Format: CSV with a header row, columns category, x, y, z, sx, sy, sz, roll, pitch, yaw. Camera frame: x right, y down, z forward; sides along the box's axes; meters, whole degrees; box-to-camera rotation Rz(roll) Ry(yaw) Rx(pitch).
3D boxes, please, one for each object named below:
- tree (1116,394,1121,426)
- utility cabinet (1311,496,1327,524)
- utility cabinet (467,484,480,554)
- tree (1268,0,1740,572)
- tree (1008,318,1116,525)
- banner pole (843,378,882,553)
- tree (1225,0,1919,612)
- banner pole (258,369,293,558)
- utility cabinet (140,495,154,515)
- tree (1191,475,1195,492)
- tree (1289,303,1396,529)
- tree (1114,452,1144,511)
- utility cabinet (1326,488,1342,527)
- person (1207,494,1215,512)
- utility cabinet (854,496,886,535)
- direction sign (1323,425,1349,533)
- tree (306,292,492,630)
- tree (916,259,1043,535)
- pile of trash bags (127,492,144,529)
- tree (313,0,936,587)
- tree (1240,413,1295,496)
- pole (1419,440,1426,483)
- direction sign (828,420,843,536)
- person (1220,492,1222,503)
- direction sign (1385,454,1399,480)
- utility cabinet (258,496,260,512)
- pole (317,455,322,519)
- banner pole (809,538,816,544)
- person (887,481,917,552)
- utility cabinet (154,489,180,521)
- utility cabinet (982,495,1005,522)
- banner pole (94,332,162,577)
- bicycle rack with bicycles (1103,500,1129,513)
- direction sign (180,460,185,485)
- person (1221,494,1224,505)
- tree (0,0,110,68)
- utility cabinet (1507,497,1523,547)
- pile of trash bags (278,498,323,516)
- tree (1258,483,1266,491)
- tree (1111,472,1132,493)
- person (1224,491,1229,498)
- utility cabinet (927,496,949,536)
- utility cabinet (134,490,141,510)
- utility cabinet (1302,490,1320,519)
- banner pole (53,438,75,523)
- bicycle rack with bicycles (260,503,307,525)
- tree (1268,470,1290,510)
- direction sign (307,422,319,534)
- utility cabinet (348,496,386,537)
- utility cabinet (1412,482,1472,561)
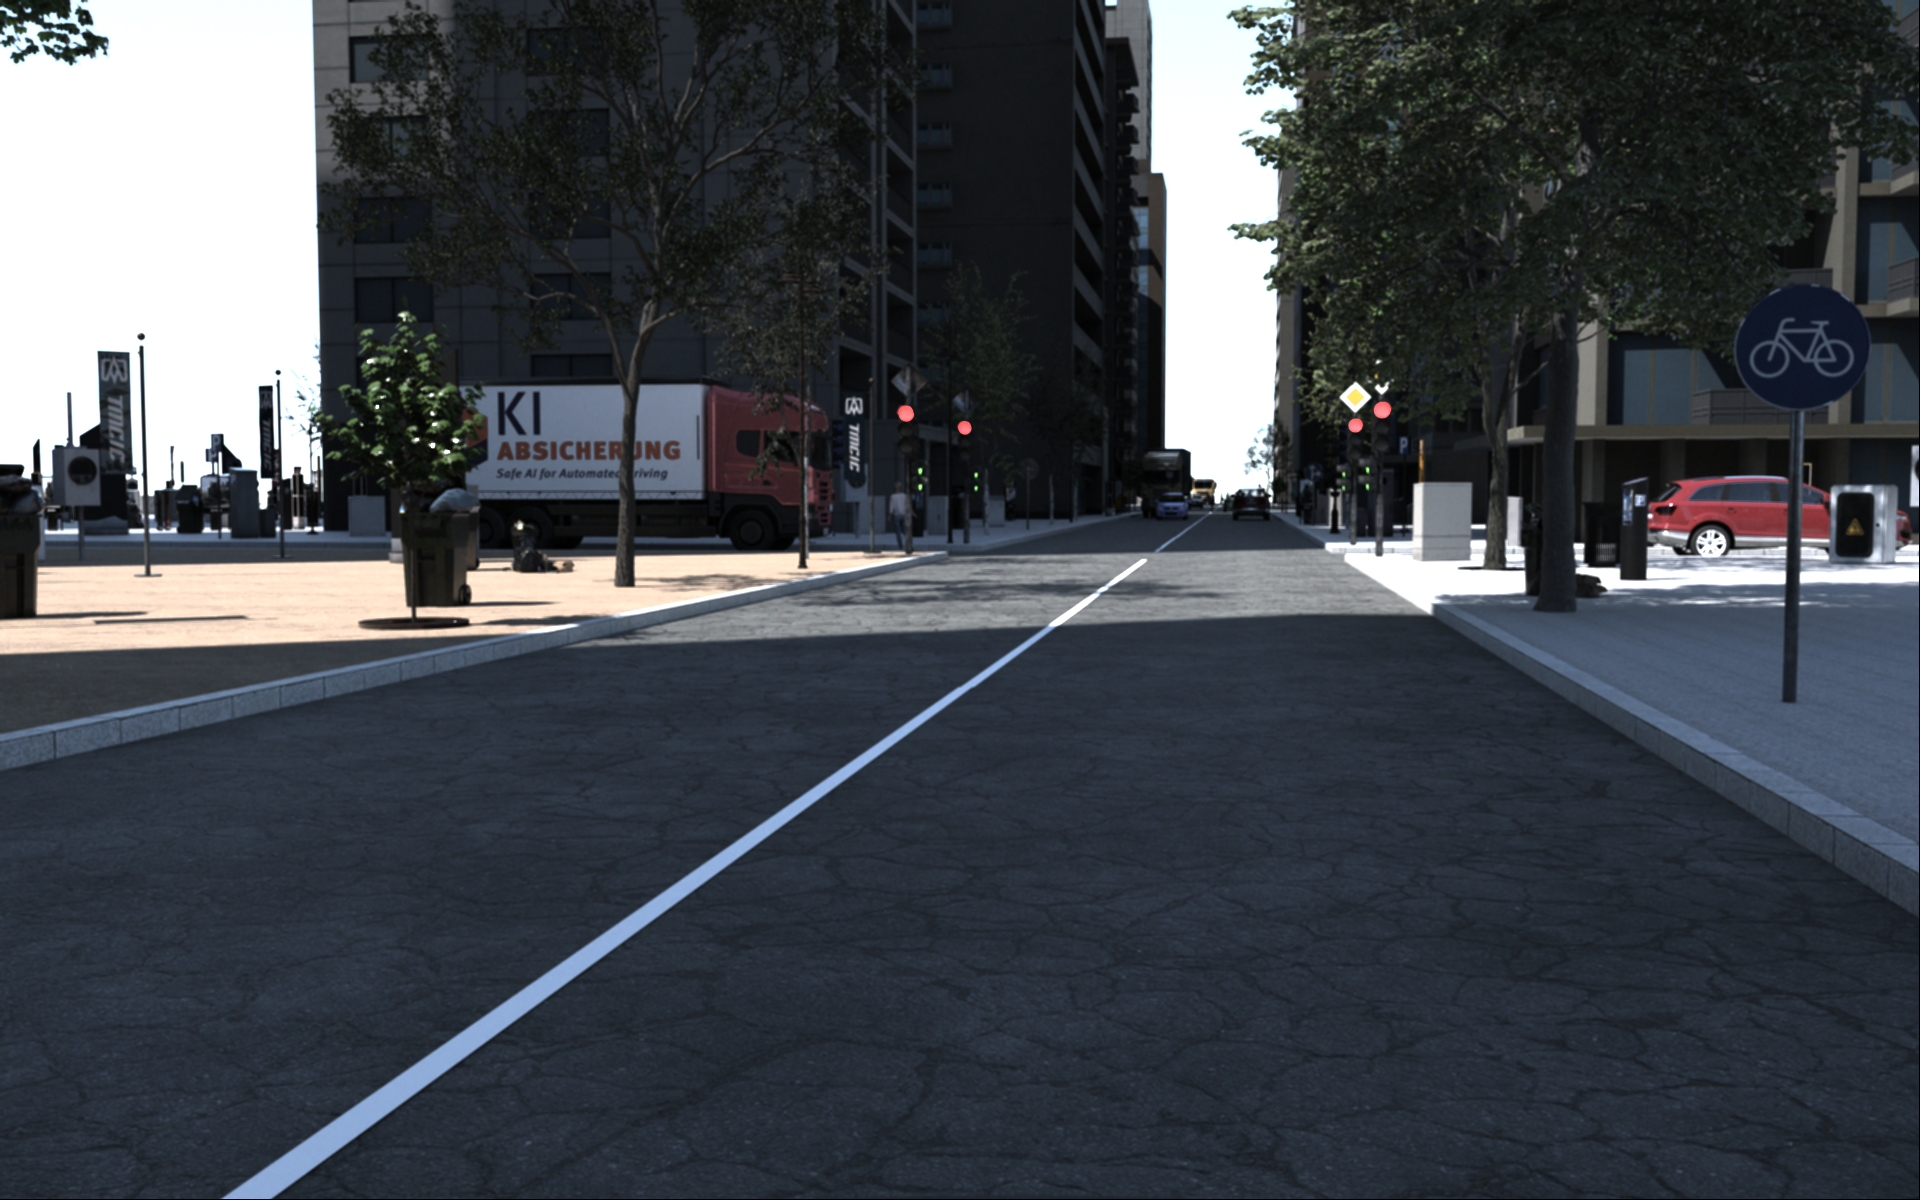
category,x,y,z,sx,sy,sz,roll,pitch,yaw
tree,5.647,-8.143,83.498,4.360,8.622,3.978,0,3,0
utility cabinet,15.473,-3.905,75.006,1.020,1.237,0.306,-1,4,-23
utility cabinet,-10.564,-1.688,36.273,0.318,1.500,1.173,2,4,23
tree,8.981,-6.297,28.715,9.928,11.665,9.643,0,3,0
tree,3.883,-7.430,71.838,4.360,8.622,3.978,0,3,0
banner pole,-2.130,-2.905,37.511,0.863,3.779,0.401,1,4,8
tree,6.915,-6.133,18.399,7.486,12.596,7.792,0,3,0
banner pole,-13.867,-2.748,34.950,0.863,3.779,0.401,2,4,31
utility cabinet,-50.782,-5.937,108.231,0.306,1.237,1.020,2,4,25
tree,36.146,-17.867,275.837,4.285,4.588,4.351,0,3,0
tree,14.284,-6.941,63.843,4.737,8.622,4.395,0,3,0
tree,13.564,-9.162,133.518,4.285,4.588,4.351,0,3,0
utility cabinet,14.638,-3.611,67.714,0.318,1.500,1.173,0,4,-3
person,20.182,-7.808,139.401,0.697,1.427,0.421,-1,4,-16
utility cabinet,-2.874,-2.680,54.982,1.020,1.237,0.306,-2,4,-32
direction sign,12.328,-3.965,56.821,0.876,3.537,0.379,0,4,-5
tree,-5.415,-1.349,16.664,1.663,3.219,1.824,0,3,0
tree,0.712,-6.321,53.712,4.737,8.622,4.395,0,3,0
pile of trash bags,-31.409,-3.358,64.660,1.912,1.369,3.447,-1,4,-19
tree,-4.637,-5.436,23.285,8.767,10.594,7.601,0,4,-4
tree,35.814,-16.239,199.918,7.601,10.594,8.767,1,4,23
pole,17.345,-4.353,65.013,0.158,3.312,0.155,0,3,0
direction sign,-4.012,-3.737,53.098,0.876,3.537,0.379,0,4,-4
person,39.970,-15.618,264.654,0.445,1.727,0.742,0,4,8
direction sign,24.274,-6.433,97.169,0.876,3.537,0.379,2,4,34
utility cabinet,-24.693,-3.009,60.354,0.306,1.237,1.020,0,4,-4
pole,-33.574,-5.927,90.749,0.158,3.312,0.155,0,3,0
banner pole,-4.012,-3.376,45.220,0.401,3.779,0.863,-1,4,-15
person,-1.335,-2.021,42.208,0.731,1.740,0.598,-3,5,-44
utility cabinet,-36.514,-4.353,79.855,1.173,1.500,0.318,0,4,3
utility cabinet,1.547,-4.185,79.590,1.020,1.237,0.306,0,4,2
banner pole,-12.859,-2.248,26.775,0.863,3.779,0.401,-2,4,-35
bicycle rack with bicycles,10.097,-6.182,114.455,2.852,0.926,2.925,0,4,7
direction sign,-52.344,-7.623,116.633,0.379,3.537,0.876,-1,4,-9
person,35.451,-13.592,233.958,0.599,1.433,0.991,0,4,-5
tree,-6.679,-5.057,8.436,9.928,11.665,9.643,0,3,0
utility cabinet,13.615,-1.915,42.472,0.306,1.237,1.020,1,4,22
pile of trash bags,-44.575,-6.524,116.419,1.912,1.369,3.447,1,4,21
tree,47.079,-16.967,272.007,1.663,3.219,1.824,0,3,0
tree,11.969,-8.178,128.308,1.663,3.219,1.824,0,3,0
person,31.350,-11.913,203.282,0.705,1.822,1.348,-1,4,-18
utility cabinet,-0.638,-2.618,53.968,0.306,1.237,1.020,-2,4,-32
utility cabinet,-45.359,-5.247,94.469,1.173,1.500,0.318,0,4,-4
utility cabinet,17.624,-4.766,86.610,0.318,1.500,1.173,-2,4,-34
banner pole,-39.854,-5.320,76.991,0.401,3.779,0.863,2,4,30
bicycle rack with bicycles,-28.784,-3.610,72.402,2.852,0.926,2.925,1,4,19
tree,29.678,-10.148,160.524,1.663,3.219,1.824,0,3,0
direction sign,-20.607,-3.855,55.023,0.379,3.537,0.876,-1,4,-18
utility cabinet,-17.900,-2.515,52.284,1.020,1.237,0.306,-2,4,-30
utility cabinet,9.220,-1.496,33.142,1.173,1.500,0.318,-2,4,-25
